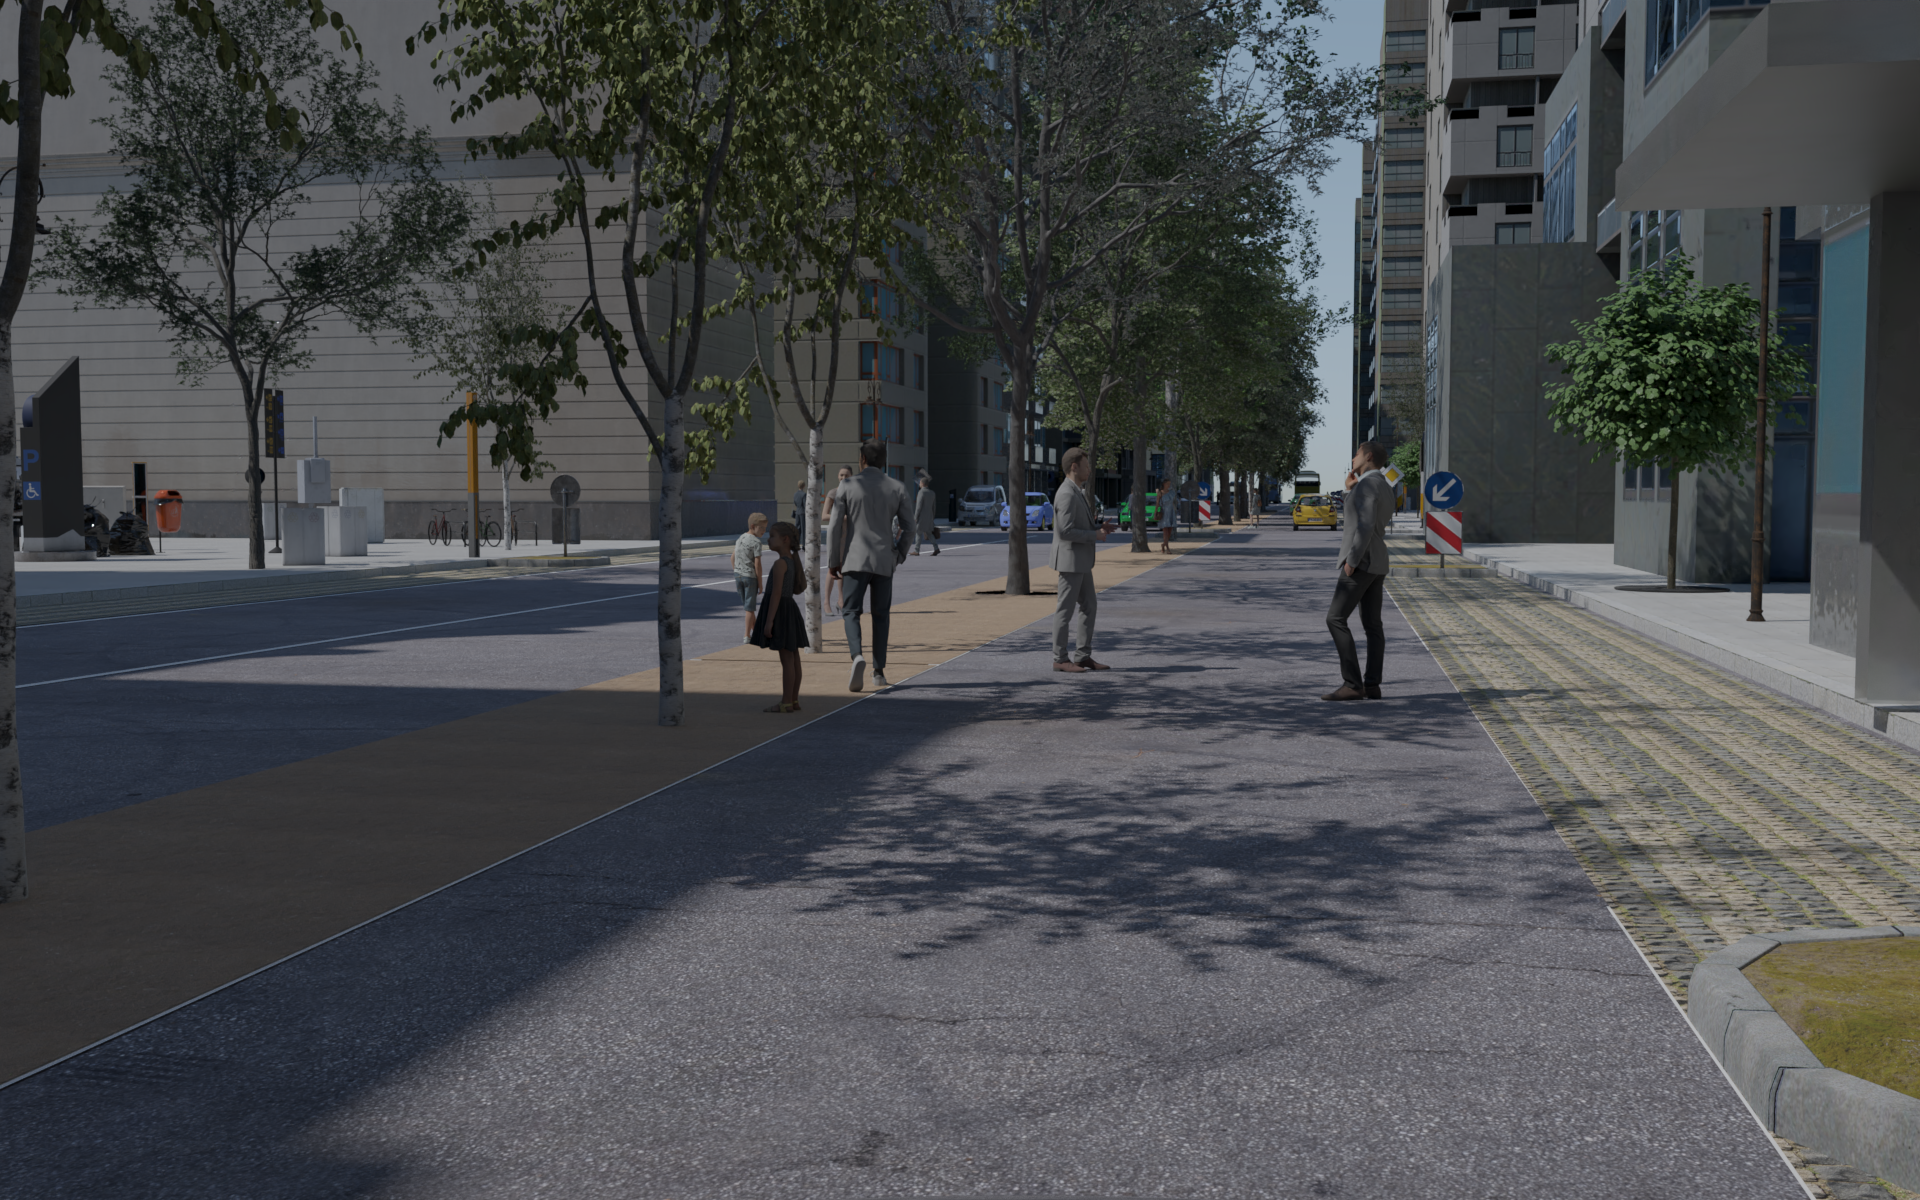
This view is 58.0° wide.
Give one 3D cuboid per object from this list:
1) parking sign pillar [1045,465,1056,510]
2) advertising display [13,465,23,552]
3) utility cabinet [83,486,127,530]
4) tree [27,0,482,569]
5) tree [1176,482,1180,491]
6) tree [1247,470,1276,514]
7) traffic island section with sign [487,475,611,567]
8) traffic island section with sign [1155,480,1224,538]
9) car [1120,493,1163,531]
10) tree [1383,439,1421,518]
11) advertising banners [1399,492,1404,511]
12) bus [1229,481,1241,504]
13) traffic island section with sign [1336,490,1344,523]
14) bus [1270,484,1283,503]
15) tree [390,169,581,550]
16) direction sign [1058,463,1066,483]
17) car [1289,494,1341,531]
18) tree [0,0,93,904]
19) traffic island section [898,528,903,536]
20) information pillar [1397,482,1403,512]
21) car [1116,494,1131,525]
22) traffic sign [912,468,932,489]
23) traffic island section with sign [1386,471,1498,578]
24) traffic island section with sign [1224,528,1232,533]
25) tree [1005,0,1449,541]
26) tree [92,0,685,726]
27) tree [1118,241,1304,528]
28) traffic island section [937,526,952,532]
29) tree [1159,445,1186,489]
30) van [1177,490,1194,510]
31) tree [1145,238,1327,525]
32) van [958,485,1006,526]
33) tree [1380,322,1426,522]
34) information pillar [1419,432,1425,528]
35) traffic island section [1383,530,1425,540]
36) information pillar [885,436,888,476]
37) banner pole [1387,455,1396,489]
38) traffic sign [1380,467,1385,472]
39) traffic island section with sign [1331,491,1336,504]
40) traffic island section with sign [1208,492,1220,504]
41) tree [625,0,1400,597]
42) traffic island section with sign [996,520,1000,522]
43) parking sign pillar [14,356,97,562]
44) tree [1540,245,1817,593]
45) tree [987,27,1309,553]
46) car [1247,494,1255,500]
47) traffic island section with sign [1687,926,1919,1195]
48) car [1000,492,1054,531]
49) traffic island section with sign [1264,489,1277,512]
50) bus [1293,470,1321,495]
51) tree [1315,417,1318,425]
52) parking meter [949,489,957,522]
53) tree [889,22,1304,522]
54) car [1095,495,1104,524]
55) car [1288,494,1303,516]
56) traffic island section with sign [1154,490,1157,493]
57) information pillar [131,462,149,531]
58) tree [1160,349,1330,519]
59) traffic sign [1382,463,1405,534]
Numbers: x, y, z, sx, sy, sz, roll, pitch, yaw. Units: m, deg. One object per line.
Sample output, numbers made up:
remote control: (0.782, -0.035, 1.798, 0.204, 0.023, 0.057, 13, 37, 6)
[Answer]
parking sign pillar: (7.124, -9.320, 140.849, 1.447, 3.967, 1.447, -2, 4, -25)
advertising display: (-20.947, -2.015, 38.159, 0.974, 1.923, 0.123, -2, 4, -29)
utility cabinet: (-22.996, -2.306, 46.390, 1.173, 1.500, 0.318, -1, 4, -9)
tree: (-11.945, -5.826, 29.669, 8.767, 10.594, 7.601, 1, 4, 11)
tree: (27.500, -13.938, 222.482, 1.663, 3.219, 1.824, 0, 3, 0)
tree: (17.920, -9.415, 106.762, 4.360, 8.622, 3.978, 0, 3, 0)
traffic island section with sign: (-8.119, -1.594, 34.683, 1.989, 1.847, 2.006, 1, 4, 12)
traffic island section with sign: (7.516, -2.988, 56.992, 2.006, 1.907, 1.989, 1, 4, 12)
car: (7.381, -3.616, 67.922, 1.959, 1.807, 4.718, 1, 4, 13)
tree: (24.438, -6.621, 91.965, 4.285, 4.588, 4.351, 0, 3, 0)
advertising banners: (33.768, -8.364, 132.935, 0.090, 3.025, 2.074, 0, 4, -2)
bus: (38.842, -15.176, 242.985, 2.948, 3.499, 13.247, 1, 4, 10)
traffic island section with sign: (19.646, -4.678, 85.111, 1.989, 1.847, 2.006, 1, 4, 12)
bus: (52.162, -17.911, 287.703, 2.948, 3.499, 13.247, 1, 4, 12)
tree: (-10.436, -5.434, 39.203, 4.360, 8.622, 3.978, 0, 3, 0)
direction sign: (7.674, -8.287, 127.489, 0.876, 3.537, 0.379, 0, 4, -7)
car: (14.081, -3.577, 68.710, 2.015, 1.641, 3.980, 1, 4, 11)
tree: (-3.355, -3.256, 6.059, 4.737, 8.622, 4.395, 0, 3, 0)
traffic island section: (-3.102, -2.242, 58.942, 2.009, 0.180, 2.903, 1, 4, 12)
information pillar: (30.826, -7.964, 121.566, 0.504, 3.616, 0.183, 3, 4, 38)
car: (8.381, -4.195, 80.385, 2.131, 1.459, 4.920, 1, 4, 11)
traffic sign: (-1.459, -3.856, 66.695, 0.795, 2.450, 0.064, 1, 4, 12)
traffic island section with sign: (8.335, -1.335, 30.451, 1.989, 1.847, 2.006, 1, 4, 12)
traffic island section with sign: (9.027, -3.432, 64.245, 2.006, 1.907, 1.989, 1, 4, 12)
tree: (7.417, -11.787, 51.058, 12.611, 20.169, 13.585, 0, 3, 0)
tree: (-1.772, -3.538, 10.663, 4.737, 8.622, 4.395, 0, 3, 0)
tree: (9.344, -8.574, 68.394, 9.928, 11.665, 9.643, 0, 3, 0)
traffic island section: (-1.483, -2.721, 66.762, 2.009, 0.180, 2.903, 1, 4, 12)
tree: (26.898, -16.255, 216.138, 4.737, 8.622, 4.395, 0, 3, 0)
van: (20.523, -9.277, 158.692, 2.013, 2.044, 4.112, 1, 4, 11)
tree: (12.227, -10.410, 79.310, 9.857, 13.997, 8.962, 0, 3, 0)
van: (1.018, -4.325, 77.724, 2.013, 2.044, 4.112, 1, 4, 11)
tree: (19.687, -7.434, 71.909, 4.360, 8.622, 3.978, 0, 3, 0)
information pillar: (17.290, -4.484, 64.672, 0.183, 3.616, 0.504, 1, 4, 22)
traffic island section: (13.831, -2.028, 55.445, 2.009, 0.180, 2.903, 1, 4, 12)
information pillar: (-2.984, -4.820, 70.163, 0.183, 3.616, 0.504, 0, 4, 4)
banner pole: (27.710, -7.423, 111.375, 0.401, 3.779, 0.863, -3, 5, -43)
traffic sign: (15.425, -3.642, 63.193, 0.795, 2.450, 0.064, 1, 4, 12)
traffic island section with sign: (25.231, -6.327, 112.080, 1.989, 1.847, 2.006, 1, 4, 12)
traffic island section with sign: (35.532, -14.493, 245.593, 1.989, 1.847, 2.006, 1, 4, 12)
tree: (0.823, -6.822, 24.367, 12.009, 13.543, 11.850, 0, 3, 0)
traffic island section with sign: (2.906, -4.855, 88.000, 1.989, 1.847, 2.006, 1, 4, 12)
parking sign pillar: (-17.422, -2.737, 33.227, 1.447, 3.967, 1.447, 0, 4, 6)
tree: (9.518, -2.396, 22.894, 4.285, 4.588, 4.351, 0, 3, 0)
tree: (4.413, -7.398, 41.541, 7.486, 12.596, 7.792, 0, 3, 0)
car: (34.788, -11.923, 204.723, 2.009, 1.686, 4.222, 1, 4, 10)
traffic island section with sign: (2.871, 0.280, 4.053, 1.989, 1.847, 2.006, 1, 4, 12)
car: (2.654, -3.576, 68.067, 1.945, 1.707, 3.694, 1, 4, 12)
traffic island section with sign: (24.247, -7.932, 137.831, 2.006, 1.907, 1.989, 1, 4, 12)
bus: (36.097, -11.531, 180.083, 2.896, 3.916, 12.252, 1, 4, 11)
tree: (21.583, -11.529, 125.374, 8.767, 10.594, 7.601, 1, 4, 12)
parking meter: (-0.341, -4.348, 79.497, 0.372, 1.533, 0.369, 0, 3, 0)
tree: (2.475, -5.954, 34.212, 8.767, 10.594, 7.601, 1, 4, 12)
car: (5.723, -4.263, 81.494, 2.131, 1.459, 4.920, 1, 4, 10)
car: (22.909, -6.337, 115.402, 2.131, 1.459, 4.920, 1, 4, 11)
traffic island section with sign: (18.710, -9.522, 164.320, 1.989, 1.847, 2.006, 1, 4, 12)
information pillar: (-18.823, -2.158, 39.773, 0.304, 2.012, 0.304, -2, 4, -29)
tree: (16.400, -11.025, 99.729, 9.611, 12.733, 9.660, 0, 3, 0)
traffic sign: (13.806, -3.164, 55.373, 0.795, 2.450, 0.064, 1, 4, 12)
